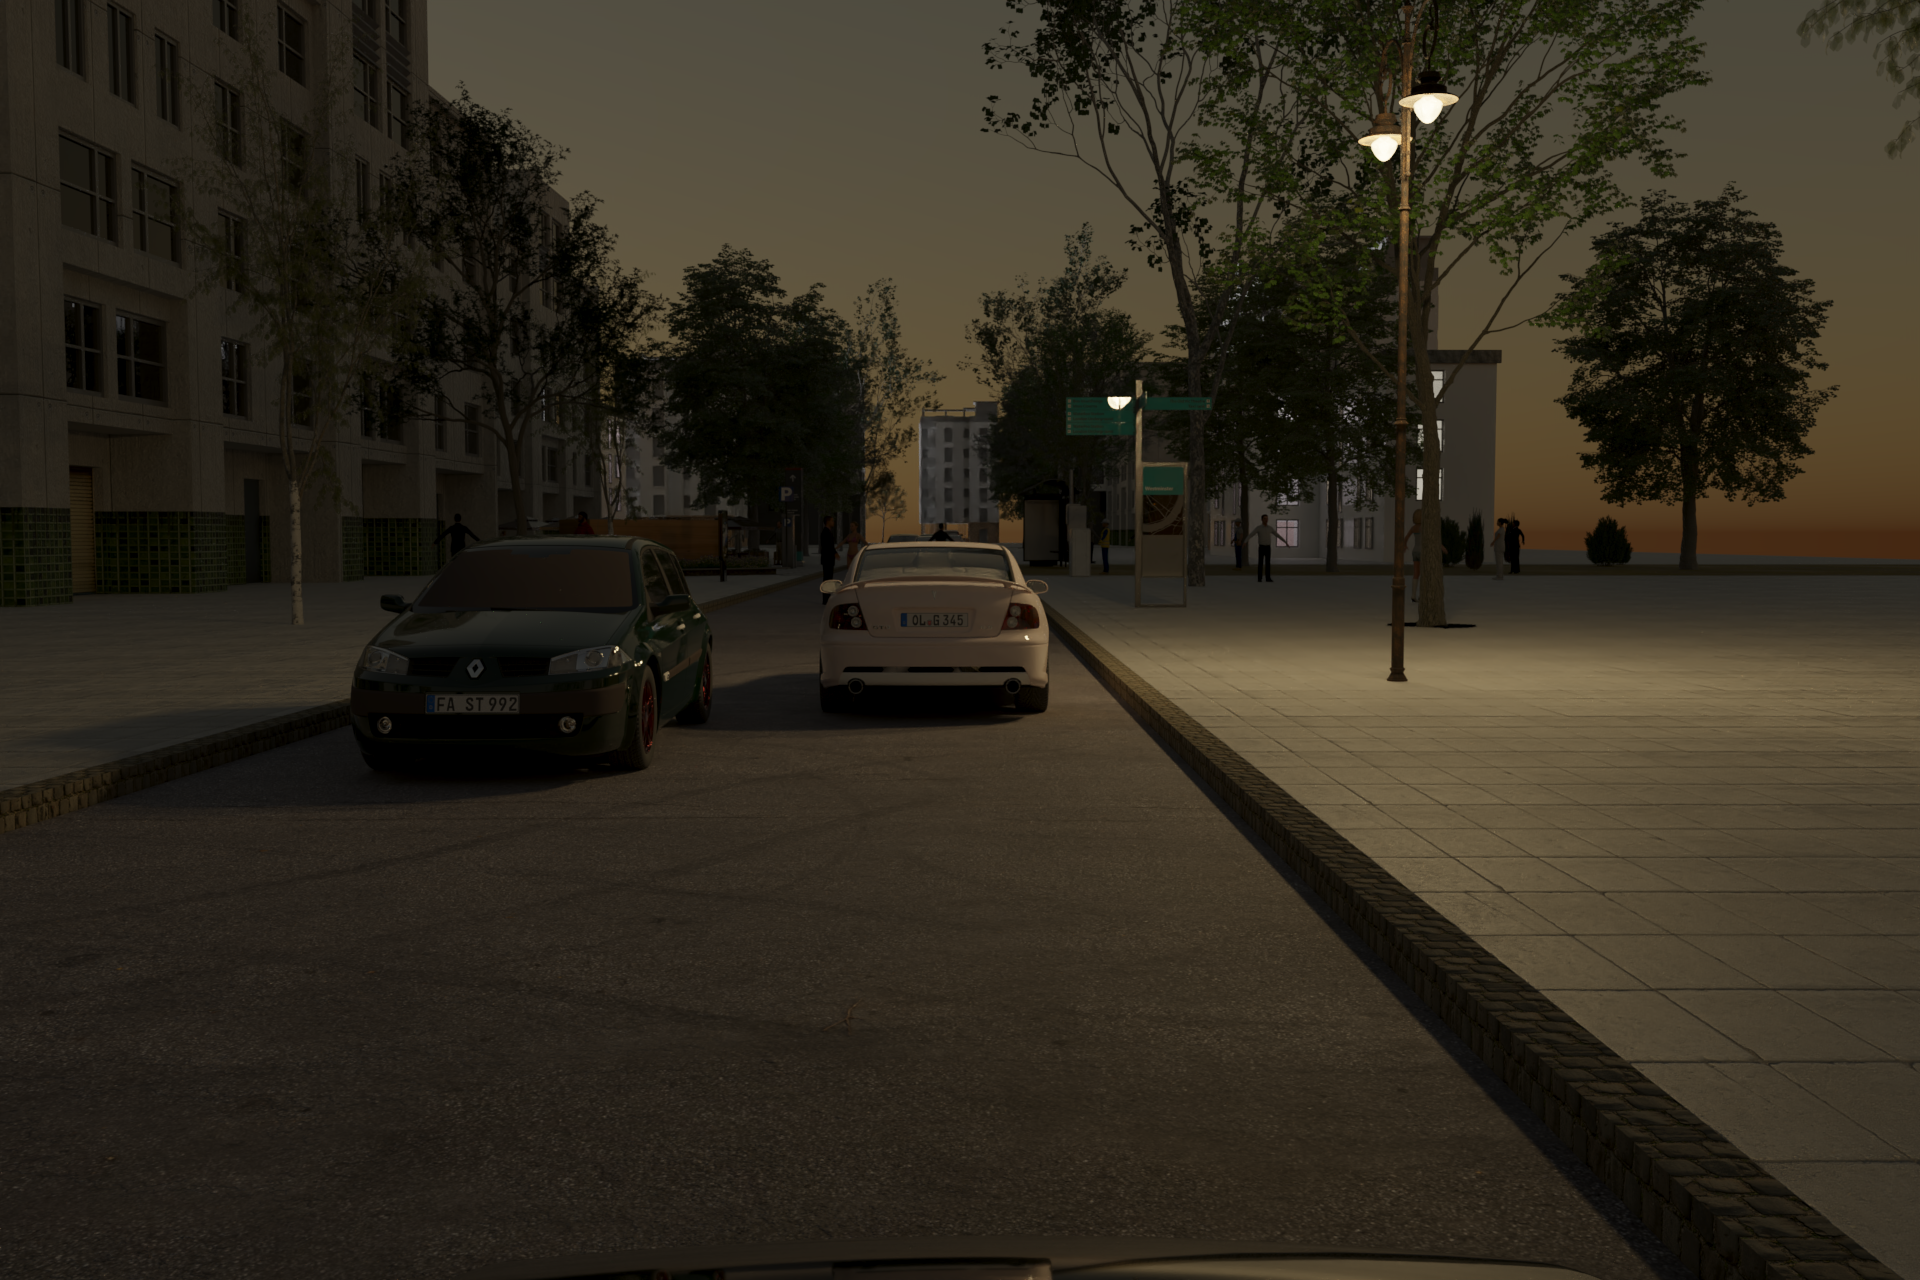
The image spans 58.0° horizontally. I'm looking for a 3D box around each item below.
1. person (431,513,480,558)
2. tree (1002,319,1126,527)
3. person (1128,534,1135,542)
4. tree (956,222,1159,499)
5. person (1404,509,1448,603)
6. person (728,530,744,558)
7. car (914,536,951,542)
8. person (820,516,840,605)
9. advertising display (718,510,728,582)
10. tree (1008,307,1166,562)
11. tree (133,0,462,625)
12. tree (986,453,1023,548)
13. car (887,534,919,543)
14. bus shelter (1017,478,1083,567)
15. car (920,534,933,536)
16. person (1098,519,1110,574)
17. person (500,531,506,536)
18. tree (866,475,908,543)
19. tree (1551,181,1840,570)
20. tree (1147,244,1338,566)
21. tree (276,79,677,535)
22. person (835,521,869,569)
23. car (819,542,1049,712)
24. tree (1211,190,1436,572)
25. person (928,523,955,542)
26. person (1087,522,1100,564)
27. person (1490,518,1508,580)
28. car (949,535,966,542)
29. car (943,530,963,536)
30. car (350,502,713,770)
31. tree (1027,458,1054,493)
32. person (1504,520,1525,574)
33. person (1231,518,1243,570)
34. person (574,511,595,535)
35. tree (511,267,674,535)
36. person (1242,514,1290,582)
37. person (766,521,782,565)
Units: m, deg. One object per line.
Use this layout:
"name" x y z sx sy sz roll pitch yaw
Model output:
"person" -13.158 -2.408 45.413 1.345 1.823 0.704 -1 4 -18
"tree" 4.140 -6.630 58.756 4.360 8.622 3.978 0 3 0
"person" 8.841 -4.797 84.621 1.347 1.806 0.705 -2 4 -29
"tree" 6.095 -15.393 107.562 12.611 20.169 13.585 0 3 0
"person" 8.663 -1.575 32.364 0.721 1.753 1.214 -2 4 -24
"person" -10.029 -4.398 78.086 0.705 1.806 1.347 1 4 23
"car" -0.978 -3.111 63.228 2.083 1.381 4.827 0 4 -1
"person" -2.643 -1.615 35.086 0.704 1.802 1.346 -1 4 -13
"advertising display" -6.391 -2.540 46.743 0.123 1.923 0.974 0 4 1
"tree" 5.787 -9.355 78.715 9.928 11.665 9.643 0 3 0
"tree" -9.652 -4.524 24.327 4.360 8.622 3.978 0 3 0
"tree" 5.892 -13.989 154.473 9.928 11.665 9.643 0 3 0
"car" -2.242 -3.656 70.006 2.015 1.641 3.980 0 4 0
"bus shelter" 3.357 -4.389 65.688 2.014 3.302 5.546 0 4 -2
"car" -2.136 -6.594 119.613 2.131 1.459 4.920 0 4 0
"person" 4.553 -2.981 55.197 0.721 1.772 1.216 1 4 13
"person" -18.999 -3.865 72.457 0.599 1.433 0.991 -3 4 -37
"tree" -10.880 -19.343 250.673 7.601 10.594 8.767 0 4 6
"tree" 26.236 -9.515 62.223 9.857 13.997 8.962 0 3 0
"tree" 10.897 -9.204 68.618 7.486 12.596 7.792 0 3 0
"tree" -9.315 -6.208 35.913 7.601 10.594 8.767 2 4 26
"person" -2.570 -1.947 41.086 1.217 1.733 0.721 2 4 35
"car" -0.229 -0.182 15.330 2.083 1.381 4.827 0 4 -1
"tree" 12.135 -8.561 58.096 7.486 12.596 7.792 0 3 0
"person" -0.616 -3.059 58.609 1.346 1.812 0.704 2 4 27
"person" 5.674 -4.229 75.278 0.705 1.813 1.348 -3 4 -38
"person" 15.094 -2.565 48.701 0.721 1.739 1.217 2 4 29
"car" -0.574 -7.443 134.062 2.083 1.381 4.827 0 4 -1
"car" -0.878 -8.979 155.482 2.281 1.827 5.304 0 4 -1
"car" -2.748 -0.120 11.751 2.009 1.686 4.222 0 4 0
"tree" 6.155 -11.222 133.846 4.360 8.622 3.978 0 3 0
"person" 17.884 -3.014 56.004 1.216 1.740 0.721 -3 4 -36
"person" 9.815 -3.388 61.255 0.705 1.847 1.347 0 4 -3
"person" -8.860 -2.111 40.617 0.704 1.816 1.345 -3 5 -43
"tree" -9.157 -5.857 46.132 4.360 8.622 3.978 0 3 0
"person" 8.161 -2.458 46.349 1.344 1.810 0.704 -1 4 -12
"person" -7.399 -3.956 70.946 1.348 1.796 0.705 3 5 40
